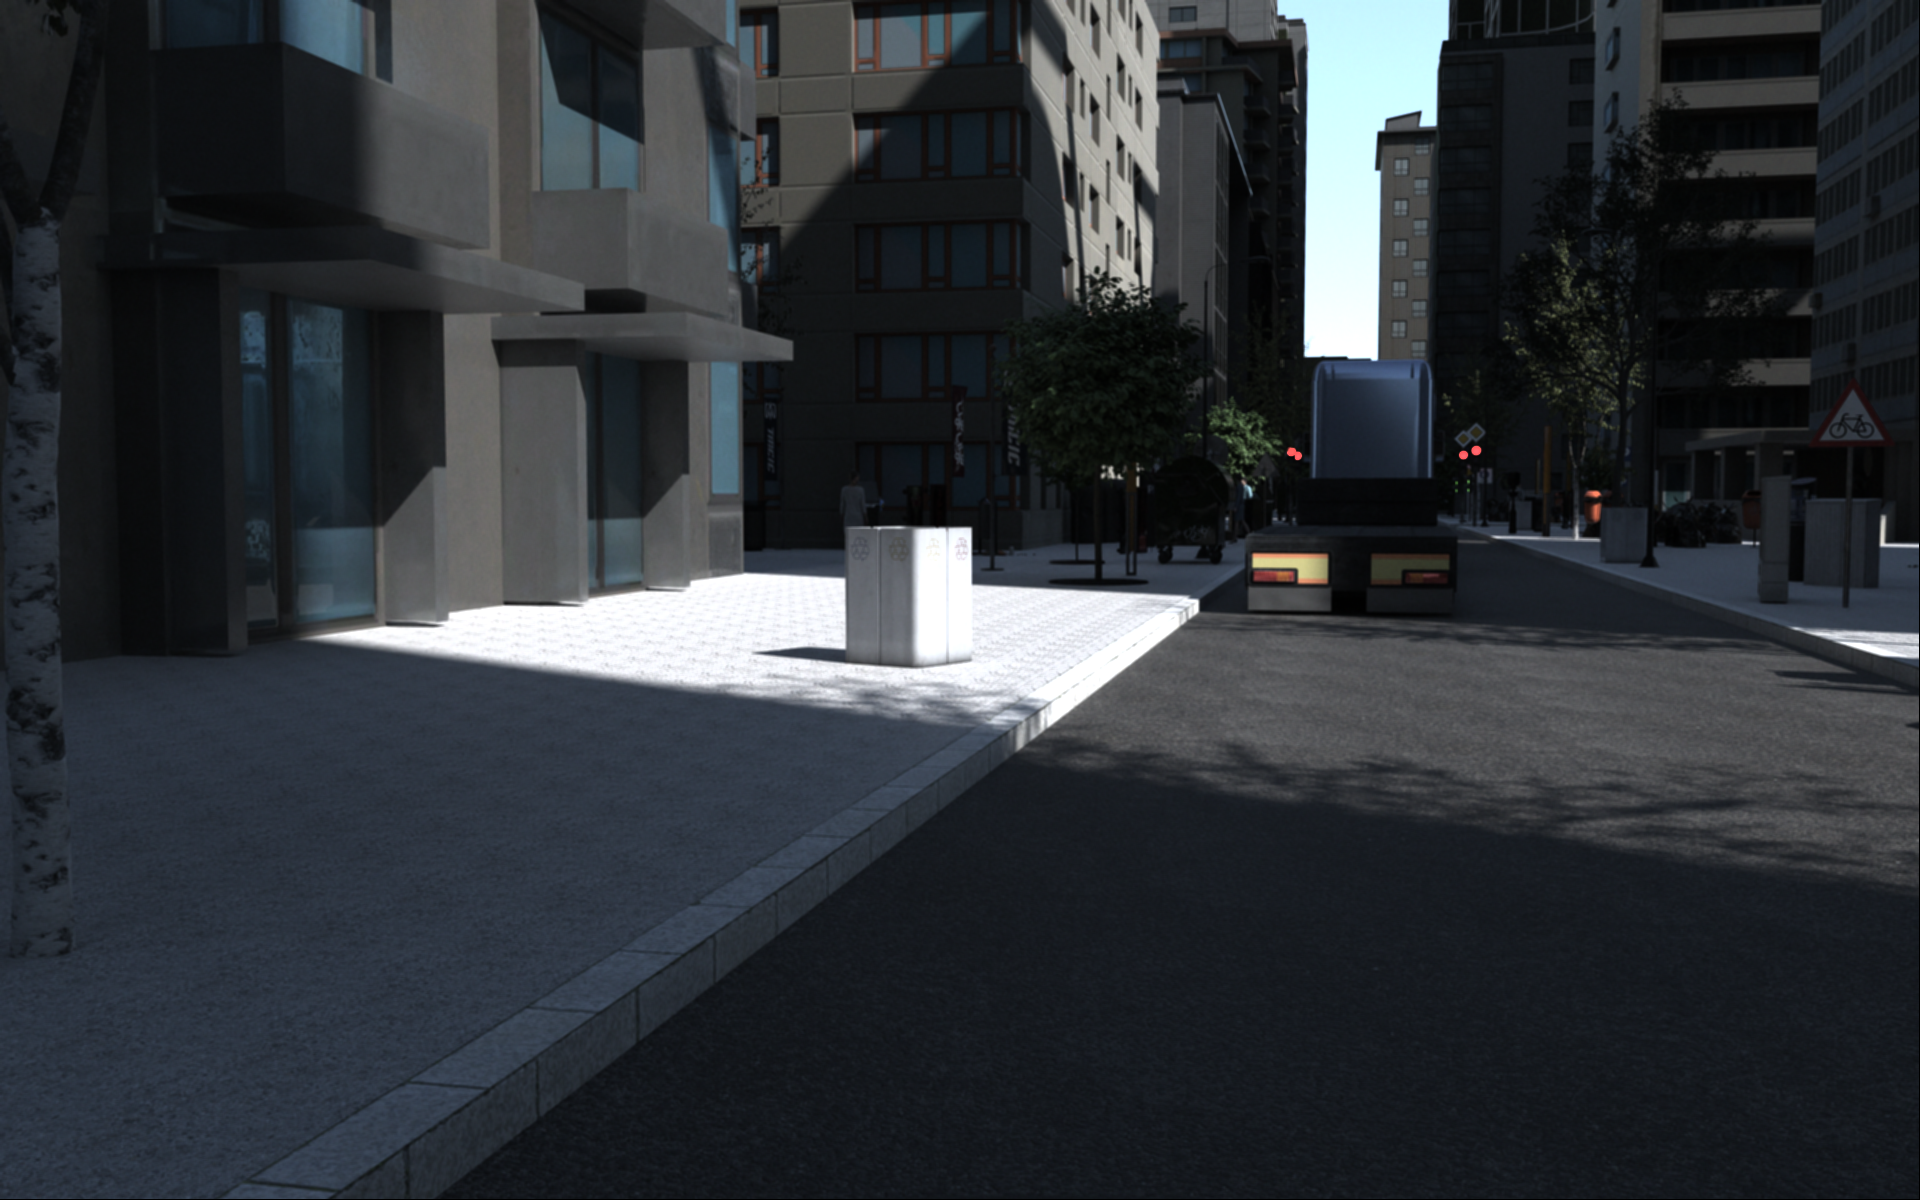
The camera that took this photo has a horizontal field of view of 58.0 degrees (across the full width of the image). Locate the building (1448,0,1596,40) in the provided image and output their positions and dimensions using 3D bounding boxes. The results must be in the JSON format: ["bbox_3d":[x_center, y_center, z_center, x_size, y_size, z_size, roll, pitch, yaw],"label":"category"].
[{"bbox_3d":[62.591,-46.085,191.748,20.563,71.187,20.611,1,4,13],"label":"building"}]

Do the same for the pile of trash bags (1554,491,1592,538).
[{"bbox_3d":[19.067,-2.496,50.558,1.912,1.369,3.447,3,5,43],"label":"pile of trash bags"}]

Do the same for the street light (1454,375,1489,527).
[{"bbox_3d":[19.954,-5.811,67.557,1.470,5.913,1.316,1,4,13],"label":"street light"}]

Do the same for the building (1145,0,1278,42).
[{"bbox_3d":[26.534,-46.048,191.134,20.563,71.187,20.611,1,4,13],"label":"building"}]

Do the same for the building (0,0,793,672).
[{"bbox_3d":[-15.626,-24.234,15.831,23.786,49.044,30.456,1,4,13],"label":"building"}]

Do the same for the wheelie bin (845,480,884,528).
[{"bbox_3d":[-2.239,-1.933,39.513,0.980,1.594,0.693,-1,4,-16],"label":"wheelie bin"}]

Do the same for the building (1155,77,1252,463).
[{"bbox_3d":[8.249,-17.008,97.154,14.314,24.678,30.058,1,4,13],"label":"building"}]

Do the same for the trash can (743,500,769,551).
[{"bbox_3d":[-4.683,-1.676,39.058,0.748,1.137,0.748,0,3,0],"label":"trash can"}]

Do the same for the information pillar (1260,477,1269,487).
[{"bbox_3d":[12.183,-3.962,69.266,0.304,2.012,0.304,-3,5,-40],"label":"information pillar"}]

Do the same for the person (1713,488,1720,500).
[{"bbox_3d":[30.922,-3.809,70.591,0.447,1.846,0.655,-3,4,-37],"label":"person"}]

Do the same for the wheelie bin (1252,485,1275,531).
[{"bbox_3d":[10.457,-3.197,60.172,0.980,1.594,0.693,-3,5,-42],"label":"wheelie bin"}]

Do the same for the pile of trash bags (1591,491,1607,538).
[{"bbox_3d":[18.698,-2.198,45.687,3.447,1.369,1.912,1,4,12],"label":"pile of trash bags"}]

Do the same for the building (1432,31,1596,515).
[{"bbox_3d":[37.986,-20.850,112.603,14.160,30.474,14.107,1,4,13],"label":"building"}]

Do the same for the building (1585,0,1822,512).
[{"bbox_3d":[42.255,-28.114,83.362,21.600,48.544,21.300,1,4,13],"label":"building"}]

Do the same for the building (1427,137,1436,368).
[{"bbox_3d":[64.216,-34.255,210.174,14.600,45.320,14.200,1,4,13],"label":"building"}]

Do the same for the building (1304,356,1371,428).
[{"bbox_3d":[44.431,-24.779,250.183,28.899,21.520,27.650,1,4,13],"label":"building"}]

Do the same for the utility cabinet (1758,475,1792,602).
[{"bbox_3d":[9.756,-0.740,20.779,0.318,1.500,1.173,2,4,23],"label":"utility cabinet"}]

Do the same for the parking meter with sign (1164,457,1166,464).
[{"bbox_3d":[6.027,-3.068,46.423,0.543,3.016,1.738,-2,4,-34],"label":"parking meter with sign"}]

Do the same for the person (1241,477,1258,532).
[{"bbox_3d":[9.027,-2.948,54.258,0.620,1.820,0.660,-1,4,-22],"label":"person"}]

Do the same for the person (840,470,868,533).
[{"bbox_3d":[-1.937,-1.546,32.076,0.466,1.731,0.760,-2,4,-33],"label":"person"}]

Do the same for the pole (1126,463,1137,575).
[{"bbox_3d":[2.703,-2.044,27.270,0.158,3.312,0.155,0,3,0],"label":"pole"}]

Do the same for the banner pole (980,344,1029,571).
[{"bbox_3d":[0.756,-2.379,28.917,0.863,3.779,0.401,1,4,23],"label":"banner pole"}]

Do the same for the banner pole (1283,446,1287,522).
[{"bbox_3d":[14.916,-5.451,79.147,0.401,3.779,0.863,0,4,1],"label":"banner pole"}]

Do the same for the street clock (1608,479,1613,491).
[{"bbox_3d":[22.456,-3.381,59.843,0.471,2.002,0.358,-1,4,-14],"label":"street clock"}]

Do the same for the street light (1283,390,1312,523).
[{"bbox_3d":[15.205,-6.408,77.314,1.470,5.913,1.316,1,4,13],"label":"street light"}]

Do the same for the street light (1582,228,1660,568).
[{"bbox_3d":[11.565,-3.534,30.322,1.470,5.913,1.316,1,4,13],"label":"street light"}]

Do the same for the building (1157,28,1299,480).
[{"bbox_3d":[21.012,-31.354,167.266,22.147,44.769,28.867,1,4,13],"label":"building"}]

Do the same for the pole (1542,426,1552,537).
[{"bbox_3d":[17.529,-3.539,51.711,0.158,3.312,0.155,0,3,0],"label":"pole"}]

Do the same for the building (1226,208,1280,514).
[{"bbox_3d":[18.281,-18.665,134.842,12.332,23.373,15.834,1,4,13],"label":"building"}]

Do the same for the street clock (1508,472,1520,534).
[{"bbox_3d":[17.909,-3.150,56.069,0.358,2.002,0.471,3,4,37],"label":"street clock"}]

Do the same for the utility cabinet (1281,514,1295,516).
[{"bbox_3d":[18.968,-5.438,100.065,1.020,1.237,0.306,-1,4,-19],"label":"utility cabinet"}]

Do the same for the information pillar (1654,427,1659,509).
[{"bbox_3d":[24.374,-4.236,60.613,0.183,3.616,0.504,1,4,18],"label":"information pillar"}]

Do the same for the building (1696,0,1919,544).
[{"bbox_3d":[38.626,-21.760,47.658,32.217,40.220,23.993,1,4,13],"label":"building"}]

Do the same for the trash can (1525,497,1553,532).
[{"bbox_3d":[19.662,-2.873,58.627,0.748,1.137,0.748,0,3,0],"label":"trash can"}]

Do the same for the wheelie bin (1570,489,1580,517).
[{"bbox_3d":[34.942,-5.563,98.861,0.693,1.594,0.980,0,4,-1],"label":"wheelie bin"}]

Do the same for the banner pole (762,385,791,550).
[{"bbox_3d":[-4.239,-3.045,39.810,0.401,3.779,0.863,3,4,36],"label":"banner pole"}]

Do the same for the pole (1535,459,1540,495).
[{"bbox_3d":[33.799,-6.579,101.411,0.158,3.312,0.155,0,3,0],"label":"pole"}]

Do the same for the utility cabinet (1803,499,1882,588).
[{"bbox_3d":[12.227,-0.787,24.031,0.306,1.237,1.020,-1,4,-22],"label":"utility cabinet"}]

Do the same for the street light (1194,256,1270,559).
[{"bbox_3d":[5.371,-3.767,34.125,1.470,5.913,1.316,1,4,13],"label":"street light"}]

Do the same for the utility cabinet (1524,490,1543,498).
[{"bbox_3d":[33.958,-5.725,102.284,1.173,1.500,0.318,0,4,-2],"label":"utility cabinet"}]

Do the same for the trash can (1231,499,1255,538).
[{"bbox_3d":[8.171,-2.356,50.181,0.748,1.137,0.748,0,3,0],"label":"trash can"}]

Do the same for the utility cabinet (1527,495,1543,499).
[{"bbox_3d":[31.954,-5.210,96.343,0.306,1.237,1.020,-1,4,-18],"label":"utility cabinet"}]

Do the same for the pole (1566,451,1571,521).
[{"bbox_3d":[29.024,-5.427,82.573,0.158,3.312,0.155,0,3,0],"label":"pole"}]

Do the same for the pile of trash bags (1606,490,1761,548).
[{"bbox_3d":[17.710,-1.971,41.979,3.447,1.369,1.912,2,4,30],"label":"pile of trash bags"}]

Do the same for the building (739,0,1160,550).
[{"bbox_3d":[-9.629,-12.864,55.359,28.899,21.520,27.650,1,4,13],"label":"building"}]

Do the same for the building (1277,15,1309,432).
[{"bbox_3d":[28.463,-41.157,214.908,28.212,58.520,21.231,1,4,13],"label":"building"}]

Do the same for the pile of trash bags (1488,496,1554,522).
[{"bbox_3d":[26.083,-4.263,79.459,3.447,1.369,1.912,1,4,9],"label":"pile of trash bags"}]

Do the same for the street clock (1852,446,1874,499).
[{"bbox_3d":[13.477,-1.308,25.955,0.358,2.002,0.471,3,5,45],"label":"street clock"}]

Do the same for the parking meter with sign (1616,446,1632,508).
[{"bbox_3d":[23.991,-4.066,62.745,0.543,3.016,1.738,1,4,23],"label":"parking meter with sign"}]

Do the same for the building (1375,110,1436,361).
[{"bbox_3d":[72.465,-40.065,244.304,27.495,52.752,28.713,1,4,13],"label":"building"}]
